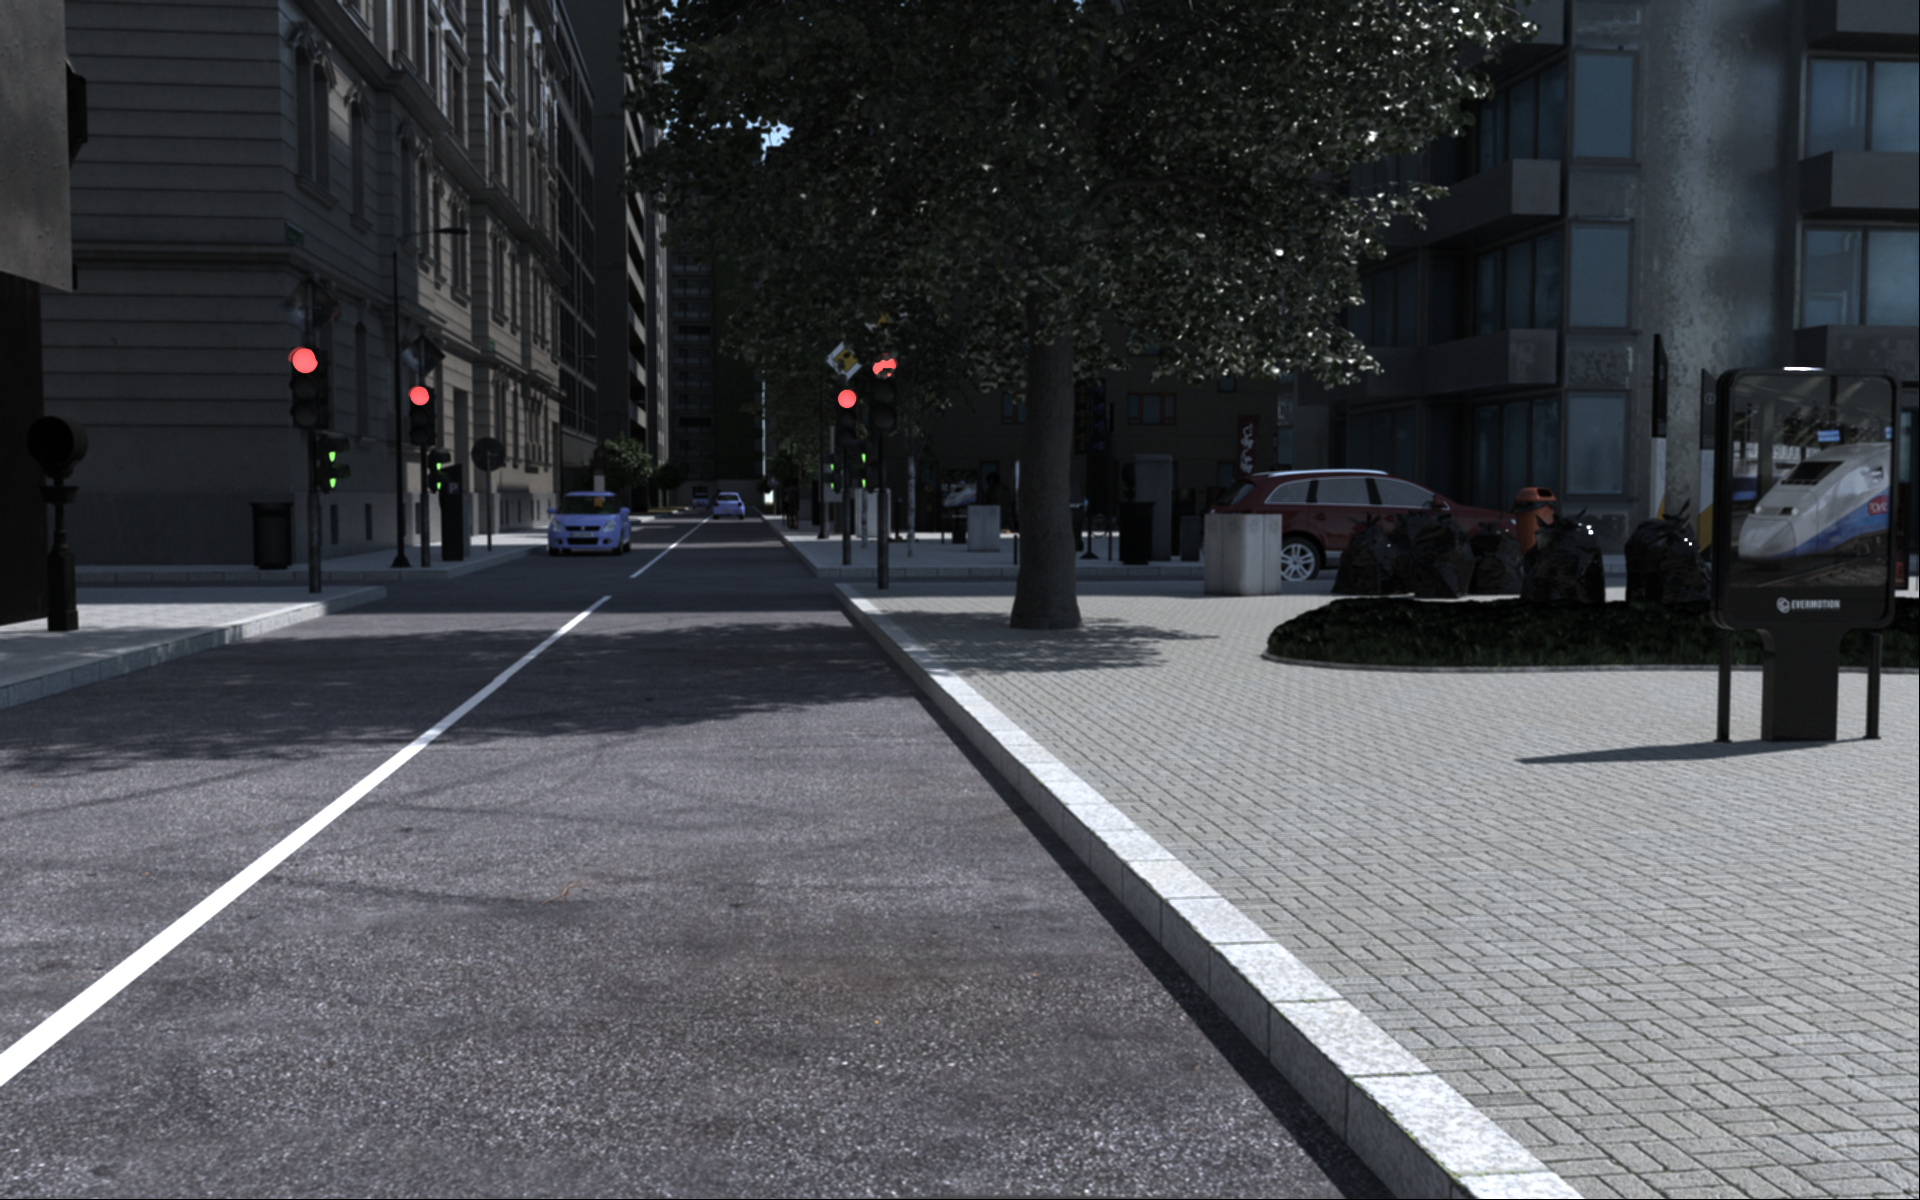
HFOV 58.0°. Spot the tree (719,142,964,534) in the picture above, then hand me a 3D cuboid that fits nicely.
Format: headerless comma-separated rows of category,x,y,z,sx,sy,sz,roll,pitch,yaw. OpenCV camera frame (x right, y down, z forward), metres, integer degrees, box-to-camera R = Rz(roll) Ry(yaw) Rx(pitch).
tree,-3.755,-8.406,55.567,7.486,12.596,7.792,0,3,0

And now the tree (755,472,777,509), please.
tree,-18.865,-10.602,167.950,1.663,3.219,1.824,0,3,0

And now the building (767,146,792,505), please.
building,-15.333,-31.446,197.740,14.086,41.232,14.154,0,4,-7

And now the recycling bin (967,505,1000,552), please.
recycling bin,0.525,-1.593,38.598,0.722,1.027,0.722,0,4,0

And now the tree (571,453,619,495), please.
tree,-17.177,-5.281,80.946,1.663,3.219,1.824,0,3,0

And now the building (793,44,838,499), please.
building,-4.075,-21.028,115.504,14.160,30.474,14.107,0,4,-7

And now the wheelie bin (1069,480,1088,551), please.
wheelie bin,2.374,-1.896,38.910,0.980,1.594,0.693,-1,4,-11

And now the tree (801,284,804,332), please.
tree,-2.083,-5.541,40.966,4.360,8.622,3.978,0,3,0

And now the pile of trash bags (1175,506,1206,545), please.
pile of trash bags,6.400,-2.148,44.867,1.912,1.369,3.447,2,4,31

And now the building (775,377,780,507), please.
building,-3.761,-19.731,167.637,27.650,21.520,28.899,0,4,-7

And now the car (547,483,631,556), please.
car,-8.817,-1.941,41.326,1.945,1.707,3.694,0,4,-6

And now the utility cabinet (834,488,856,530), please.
utility cabinet,-3.882,-3.168,60.476,0.318,1.500,1.173,3,5,43

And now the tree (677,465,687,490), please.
tree,-26.100,-10.446,154.499,4.285,4.588,4.351,0,3,0

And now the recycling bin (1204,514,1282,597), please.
recycling bin,3.601,-0.581,22.061,0.722,1.027,0.722,-3,4,-37

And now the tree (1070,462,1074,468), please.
tree,2.495,-3.427,50.635,1.663,3.219,1.824,0,3,0

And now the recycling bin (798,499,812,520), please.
recycling bin,-7.691,-4.471,85.663,0.722,1.027,0.722,-1,4,-9

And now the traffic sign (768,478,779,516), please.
traffic sign,-10.769,-6.153,100.705,0.768,2.556,0.104,0,4,-5

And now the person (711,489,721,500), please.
person,-20.944,-8.697,150.321,1.348,1.869,0.705,1,4,20

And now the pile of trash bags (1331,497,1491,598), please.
pile of trash bags,6.604,-0.789,22.653,3.447,1.369,1.912,-2,4,-35

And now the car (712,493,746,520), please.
car,-13.107,-5.422,98.236,1.945,1.707,3.694,0,4,-6

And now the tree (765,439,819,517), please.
tree,-9.179,-6.941,97.192,4.285,4.588,4.351,0,3,0

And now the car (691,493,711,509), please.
car,-25.614,-9.892,171.331,1.945,1.707,3.694,0,4,-7

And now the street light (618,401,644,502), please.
street light,-16.492,-6.978,86.629,1.470,5.913,1.316,0,4,-7

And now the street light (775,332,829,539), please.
street light,-4.446,-4.673,48.951,1.470,5.913,1.316,0,4,-7

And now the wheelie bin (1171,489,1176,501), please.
wheelie bin,7.024,-3.161,59.587,0.693,1.594,0.980,-1,4,-17

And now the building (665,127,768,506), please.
building,-29.324,-31.347,196.109,14.086,41.232,14.154,0,4,-7

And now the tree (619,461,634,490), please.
tree,-16.780,-5.440,83.551,1.663,3.219,1.824,0,3,0

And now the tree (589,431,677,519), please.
tree,-17.427,-6.467,89.452,4.285,4.588,4.351,0,3,0

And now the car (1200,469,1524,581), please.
car,6.507,-1.154,27.542,5.304,1.827,2.281,0,4,-6

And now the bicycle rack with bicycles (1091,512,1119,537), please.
bicycle rack with bicycles,5.597,-2.366,52.059,2.925,0.926,2.852,1,4,22

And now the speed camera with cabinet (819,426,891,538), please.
speed camera with cabinet,-3.081,-3.441,50.604,2.038,3.252,0.660,-1,4,-11

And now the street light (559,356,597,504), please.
street light,-12.898,-5.248,58.342,1.470,5.913,1.316,0,4,-7

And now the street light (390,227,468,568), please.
street light,-9.252,-3.528,30.220,1.470,5.913,1.316,0,4,-7

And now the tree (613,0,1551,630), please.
tree,0.902,-6.711,16.378,9.857,13.997,8.962,0,3,0

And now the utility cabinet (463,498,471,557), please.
utility cabinet,-10.193,-1.491,35.533,0.306,1.237,1.020,-1,4,-13

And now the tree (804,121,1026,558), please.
tree,-0.741,-5.162,34.765,4.360,8.622,3.978,0,3,0

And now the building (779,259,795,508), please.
building,-0.007,-17.952,138.556,27.650,21.520,28.899,0,4,-7

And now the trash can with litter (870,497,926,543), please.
trash can with litter,-1.567,-2.176,46.635,1.678,1.210,2.233,0,4,1

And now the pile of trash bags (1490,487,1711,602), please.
pile of trash bags,7.376,-0.478,17.575,3.447,1.369,1.912,2,4,28

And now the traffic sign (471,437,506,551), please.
traffic sign,-10.571,-2.369,38.843,0.768,2.556,0.104,0,4,-1

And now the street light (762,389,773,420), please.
street light,-8.044,-6.389,77.005,1.470,5.913,1.316,0,4,-7
